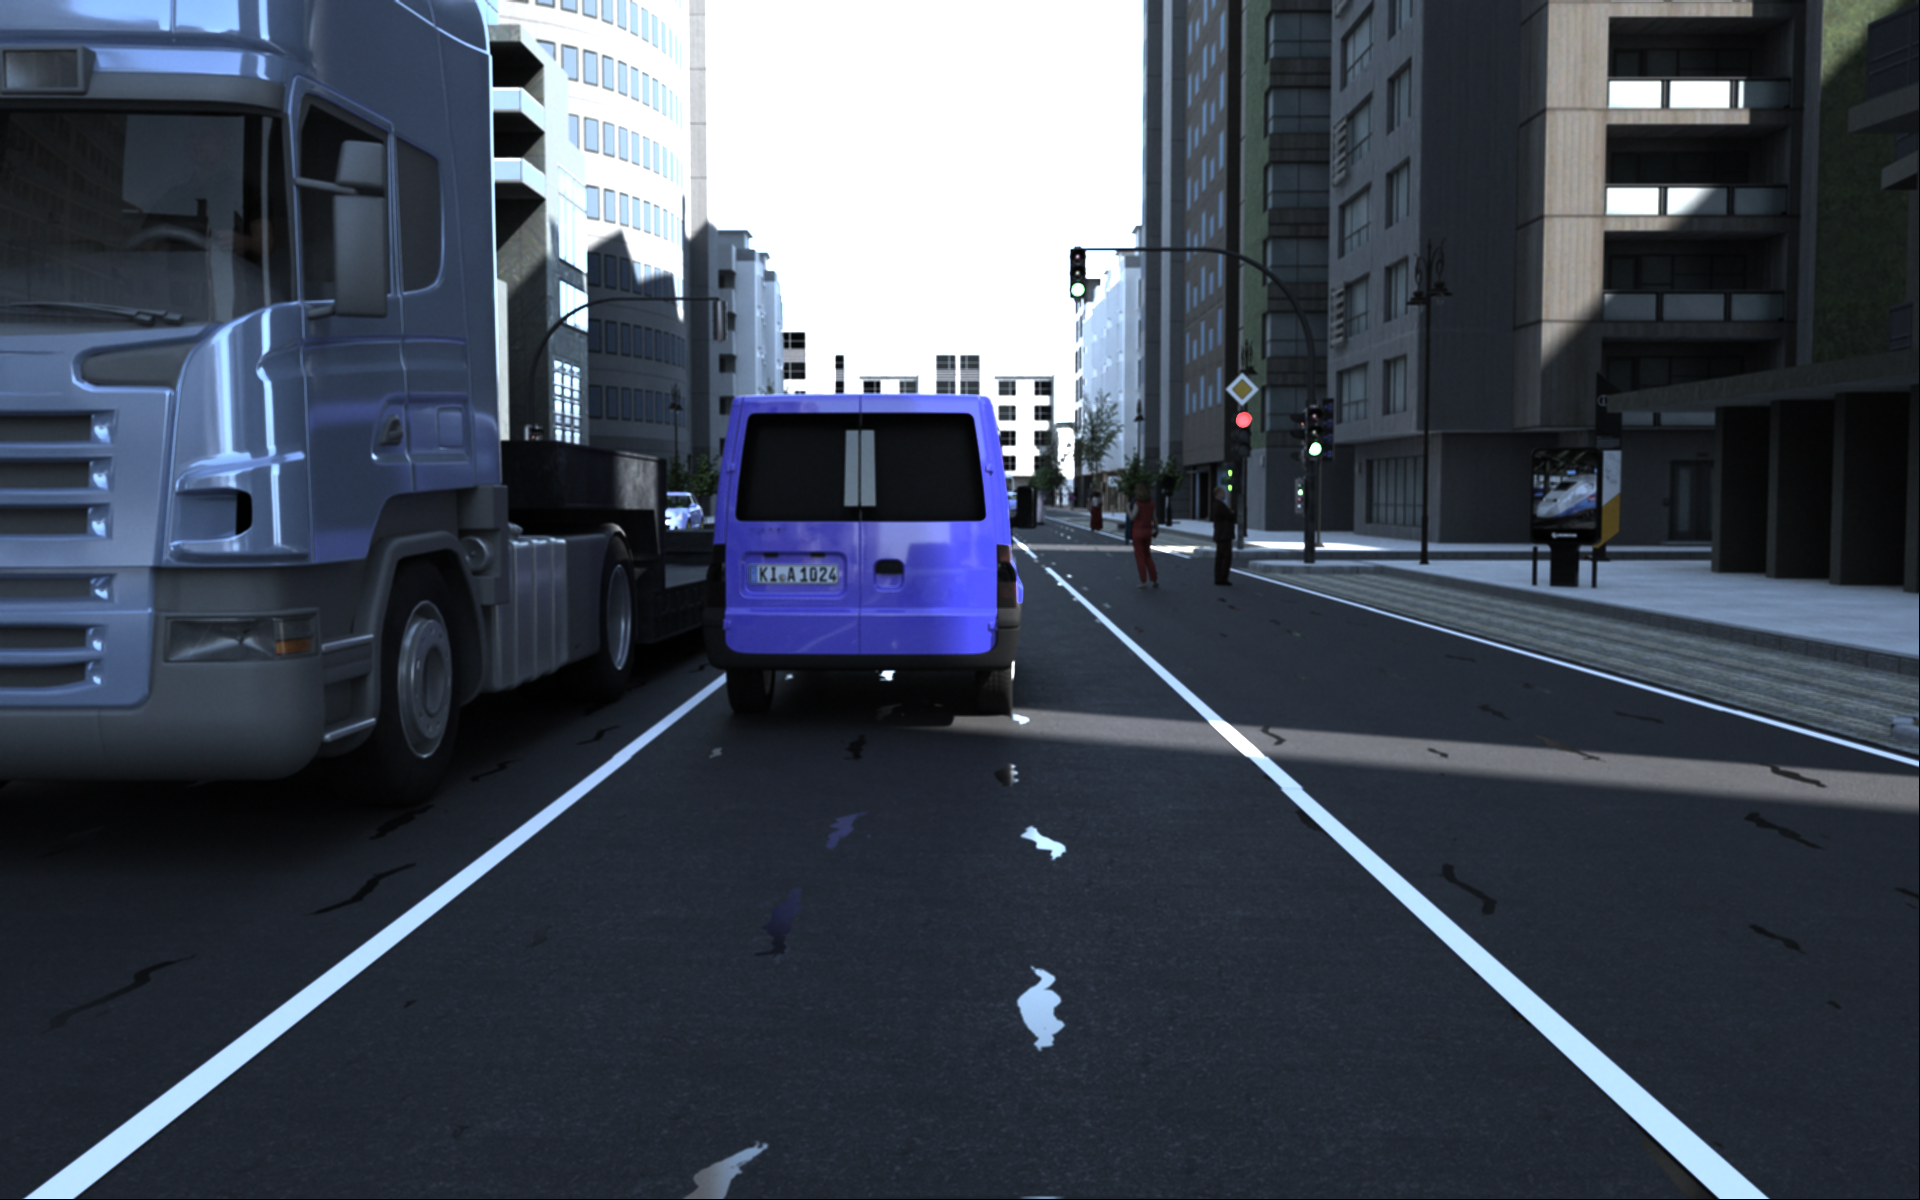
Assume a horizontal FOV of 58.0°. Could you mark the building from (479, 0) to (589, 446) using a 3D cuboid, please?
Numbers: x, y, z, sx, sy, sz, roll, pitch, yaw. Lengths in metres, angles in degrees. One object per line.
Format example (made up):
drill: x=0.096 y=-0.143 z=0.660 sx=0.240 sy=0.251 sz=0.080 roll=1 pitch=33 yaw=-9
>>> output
building: x=-24.950 y=-45.441 z=55.627 sx=22.319 sy=86.520 sz=31.000 roll=0 pitch=4 yaw=0

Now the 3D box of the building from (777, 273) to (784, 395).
building: x=-21.544 y=-16.926 z=133.161 sx=16.016 sy=20.091 sz=11.380 roll=0 pitch=4 yaw=0

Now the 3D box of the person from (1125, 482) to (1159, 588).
person: x=2.786 y=-0.994 z=26.456 sx=0.593 sy=1.614 sz=0.444 roll=-1 pitch=4 yaw=-10

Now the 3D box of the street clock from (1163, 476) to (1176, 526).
street clock: x=8.319 y=-3.934 z=68.884 sx=0.471 sy=2.002 sz=0.358 roll=2 pitch=4 yaw=28

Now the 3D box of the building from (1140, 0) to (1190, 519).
building: x=21.098 y=-34.127 z=99.981 sx=21.231 sy=58.520 sz=28.212 roll=0 pitch=4 yaw=0

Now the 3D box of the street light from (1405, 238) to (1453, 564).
street light: x=8.492 y=-3.591 z=31.506 sx=0.468 sy=5.910 sz=1.993 roll=0 pitch=4 yaw=0

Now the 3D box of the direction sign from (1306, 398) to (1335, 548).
direction sign: x=8.577 y=-3.018 z=41.345 sx=0.379 sy=3.537 sz=0.876 roll=-3 pitch=4 yaw=-36

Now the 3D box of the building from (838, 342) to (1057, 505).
building: x=-4.451 y=-21.002 z=209.838 sx=31.486 sy=18.905 sz=16.747 roll=0 pitch=4 yaw=0

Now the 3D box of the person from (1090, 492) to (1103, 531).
person: x=5.245 y=-3.404 z=66.626 sx=0.523 sy=1.526 sz=0.387 roll=2 pitch=4 yaw=27

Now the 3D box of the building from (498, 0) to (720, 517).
building: x=-24.681 y=-33.309 z=86.601 sx=21.231 sy=58.520 sz=28.212 roll=0 pitch=4 yaw=0

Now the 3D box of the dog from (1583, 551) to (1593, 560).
dog: x=13.043 y=-0.961 z=35.898 sx=0.748 sy=0.427 sz=0.550 roll=0 pitch=4 yaw=5

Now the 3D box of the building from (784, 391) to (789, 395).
building: x=-18.729 y=-12.906 z=153.161 sx=9.099 sy=9.664 sz=28.070 roll=0 pitch=4 yaw=0

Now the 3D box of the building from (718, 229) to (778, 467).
building: x=-21.693 y=-16.231 z=121.803 sx=16.016 sy=20.091 sz=11.380 roll=0 pitch=4 yaw=0

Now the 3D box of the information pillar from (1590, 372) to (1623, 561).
information pillar: x=12.324 y=-2.546 z=32.989 sx=0.504 sy=3.616 sz=0.183 roll=2 pitch=4 yaw=27

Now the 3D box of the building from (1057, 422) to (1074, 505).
building: x=25.313 y=-16.084 z=205.116 sx=28.070 sy=9.664 sz=9.099 roll=0 pitch=4 yaw=0

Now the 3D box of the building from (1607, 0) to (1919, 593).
building: x=21.953 y=-22.017 z=14.605 sx=22.147 sy=44.769 sz=28.867 roll=0 pitch=4 yaw=0

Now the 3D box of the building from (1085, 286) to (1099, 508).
building: x=18.721 y=-17.281 z=138.960 sx=16.016 sy=20.091 sz=11.380 roll=0 pitch=4 yaw=0

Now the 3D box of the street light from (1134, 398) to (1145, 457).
street light: x=8.601 y=-6.760 z=83.320 sx=0.468 sy=5.910 sz=1.993 roll=0 pitch=4 yaw=0

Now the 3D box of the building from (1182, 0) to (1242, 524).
building: x=18.112 y=-26.244 z=79.197 sx=14.600 sy=45.320 sz=14.200 roll=0 pitch=4 yaw=0

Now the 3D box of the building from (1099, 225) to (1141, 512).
building: x=18.895 y=-16.577 z=127.454 sx=16.016 sy=20.091 sz=11.380 roll=0 pitch=4 yaw=0

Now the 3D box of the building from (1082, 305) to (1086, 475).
building: x=18.803 y=-18.008 z=150.857 sx=16.016 sy=20.091 sz=11.380 roll=0 pitch=4 yaw=0

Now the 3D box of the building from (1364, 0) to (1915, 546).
building: x=18.472 y=-22.224 z=46.962 sx=14.086 sy=41.232 sz=14.154 roll=0 pitch=4 yaw=0

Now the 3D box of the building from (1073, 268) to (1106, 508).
building: x=25.176 y=-20.134 z=173.158 sx=27.936 sy=21.610 sz=32.646 roll=0 pitch=4 yaw=0

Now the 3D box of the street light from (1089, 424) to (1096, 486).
street light: x=8.771 y=-8.687 z=114.820 sx=0.468 sy=5.910 sz=1.993 roll=0 pitch=4 yaw=0

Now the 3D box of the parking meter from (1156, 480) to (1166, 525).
parking meter: x=8.470 y=-4.114 z=72.981 sx=0.399 sy=1.863 sz=0.255 roll=-3 pitch=5 yaw=-42

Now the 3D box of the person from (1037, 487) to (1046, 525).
person: x=3.806 y=-4.394 z=81.011 sx=0.621 sy=1.740 sz=0.551 roll=-2 pitch=4 yaw=-27

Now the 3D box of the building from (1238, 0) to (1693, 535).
building: x=17.545 y=-23.340 z=65.207 sx=14.154 sy=41.232 sz=14.086 roll=0 pitch=4 yaw=0

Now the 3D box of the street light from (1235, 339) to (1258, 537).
street light: x=8.548 y=-4.832 z=51.791 sx=0.468 sy=5.910 sz=1.993 roll=0 pitch=4 yaw=0

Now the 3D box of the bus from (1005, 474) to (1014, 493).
bus: x=3.683 y=-10.364 z=164.316 sx=2.948 sy=3.499 sz=13.247 roll=0 pitch=4 yaw=1

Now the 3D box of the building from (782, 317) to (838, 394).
building: x=-29.446 y=-19.260 z=181.365 sx=31.486 sy=18.905 sz=16.747 roll=0 pitch=4 yaw=0

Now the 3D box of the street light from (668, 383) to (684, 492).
street light: x=-11.827 y=-6.081 z=72.209 sx=0.468 sy=5.910 sz=1.993 roll=0 pitch=4 yaw=0

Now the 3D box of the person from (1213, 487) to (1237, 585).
person: x=4.184 y=-1.015 z=27.367 sx=0.388 sy=1.546 sz=0.482 roll=1 pitch=4 yaw=10
